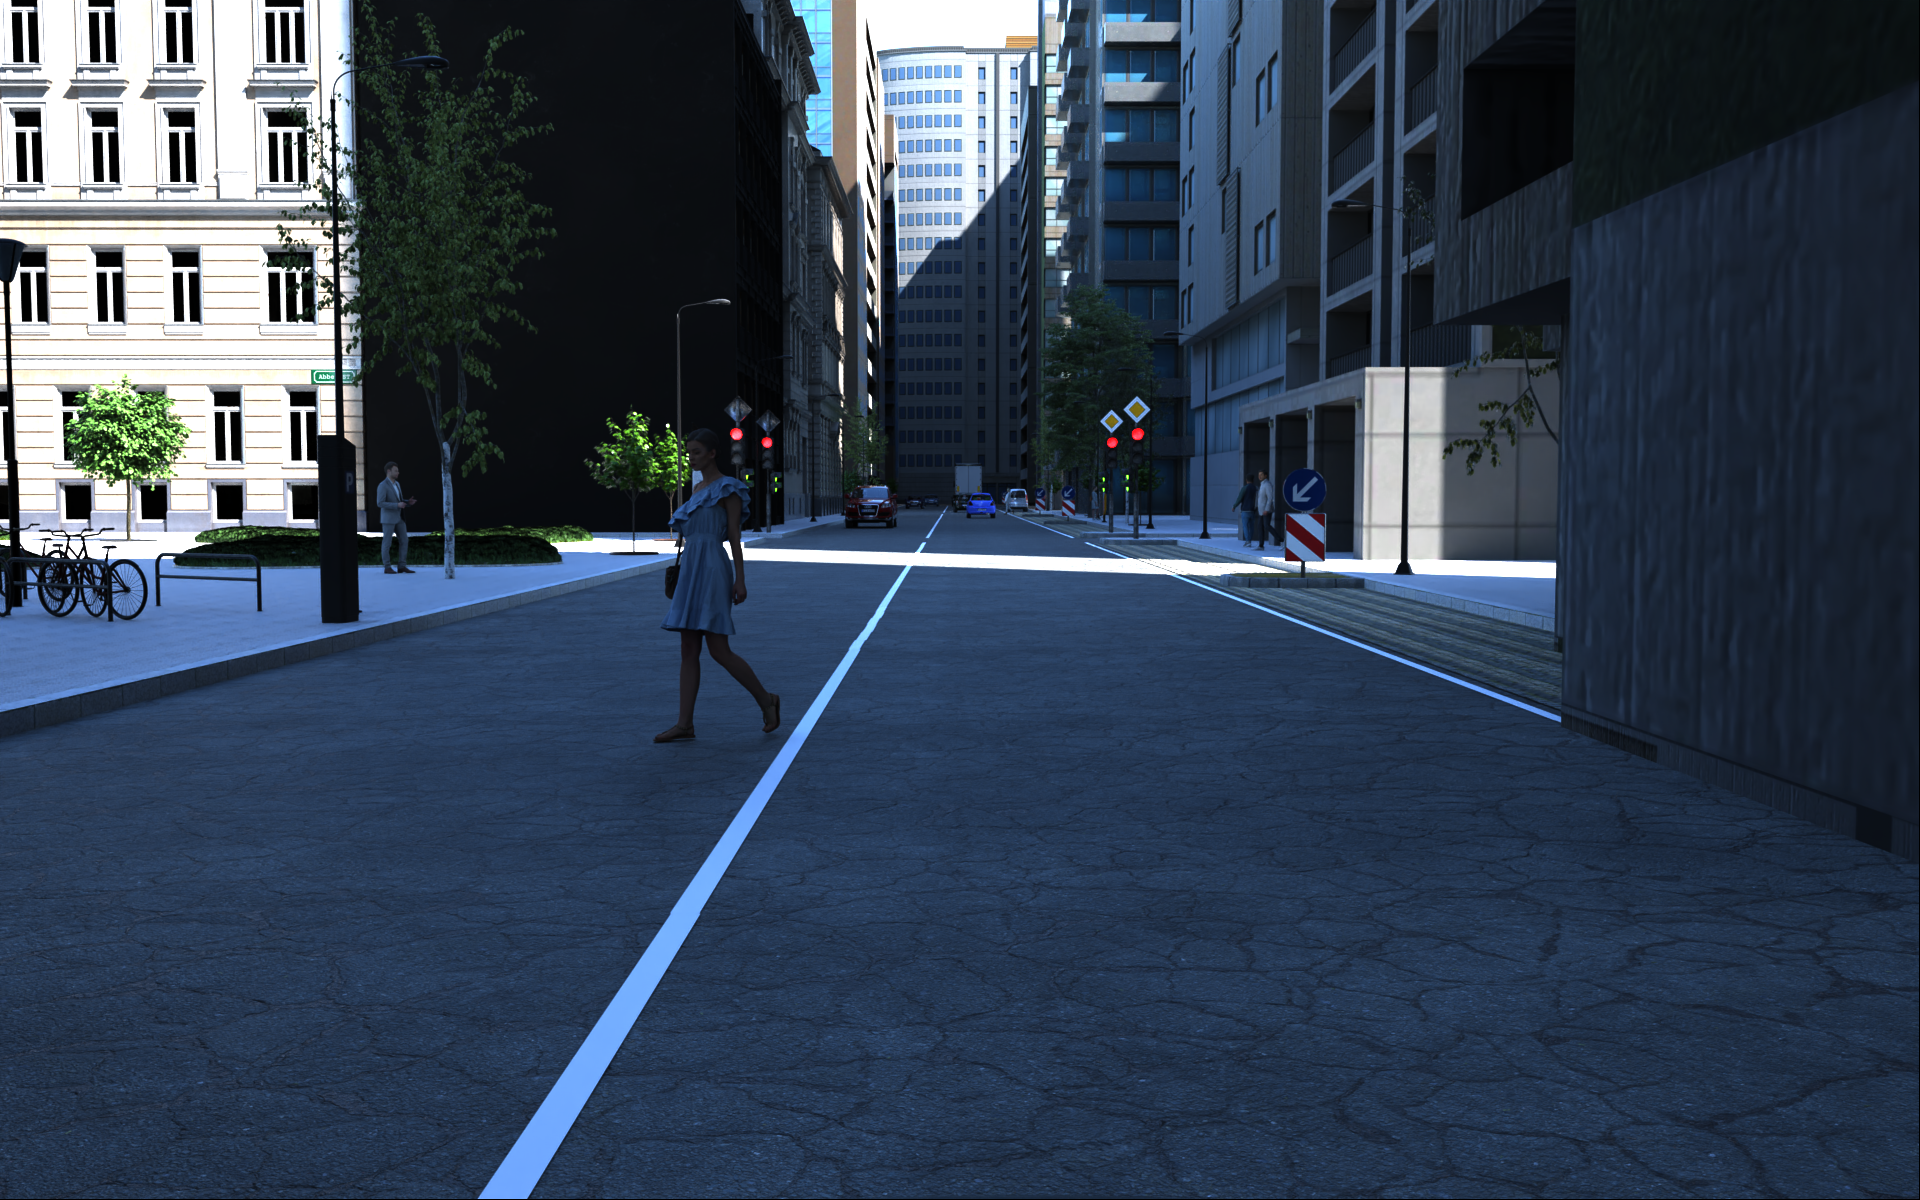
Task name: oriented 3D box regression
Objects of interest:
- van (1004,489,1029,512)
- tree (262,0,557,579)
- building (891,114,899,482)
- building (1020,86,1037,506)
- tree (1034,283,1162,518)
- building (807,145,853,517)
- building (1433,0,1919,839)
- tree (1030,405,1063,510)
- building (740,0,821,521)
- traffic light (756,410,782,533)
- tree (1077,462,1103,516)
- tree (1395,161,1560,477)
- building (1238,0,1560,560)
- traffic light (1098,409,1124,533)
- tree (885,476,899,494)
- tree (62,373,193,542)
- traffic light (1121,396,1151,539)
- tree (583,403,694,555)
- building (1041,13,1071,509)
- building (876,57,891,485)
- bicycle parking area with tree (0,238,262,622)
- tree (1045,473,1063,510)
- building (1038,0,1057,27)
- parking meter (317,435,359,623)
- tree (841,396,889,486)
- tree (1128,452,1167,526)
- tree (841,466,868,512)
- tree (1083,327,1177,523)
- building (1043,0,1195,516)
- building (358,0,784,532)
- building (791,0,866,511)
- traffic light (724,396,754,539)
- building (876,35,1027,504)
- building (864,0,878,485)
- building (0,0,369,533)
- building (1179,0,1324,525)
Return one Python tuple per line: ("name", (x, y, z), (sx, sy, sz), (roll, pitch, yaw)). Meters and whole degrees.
("van", (4.613, -8.175, 140.671), (2.013, 2.044, 4.112), (0, 4, -1))
("tree", (-7.859, -4.615, 25.811), (4.737, 8.622, 4.395), (0, 3, 0))
("building", (-14.444, -33.657, 200.397), (14.200, 45.320, 14.600), (0, 4, 0))
("building", (17.950, -35.094, 197.487), (21.300, 48.544, 21.600), (0, 4, 0))
("tree", (7.417, -10.735, 93.639), (7.486, 12.596, 7.792), (0, 3, 0))
("building", (-12.670, -17.012, 107.023), (11.050, 23.489, 19.941), (0, 4, 0))
("building", (10.720, -14.688, 11.858), (14.160, 30.474, 14.107), (0, 4, 0))
("tree", (7.198, -11.323, 135.485), (4.737, 8.622, 4.395), (0, 3, 0))
("building", (-14.524, -18.179, 84.610), (14.401, 28.519, 23.554), (0, 4, 0))
("traffic light", (-6.349, -4.197, 57.541), (0.839, 4.253, 0.868), (0, 4, 0))
("tree", (7.875, -6.498, 100.835), (1.663, 3.219, 1.824), (0, 3, 0))
("tree", (7.958, -4.415, 22.545), (4.360, 8.622, 3.978), (0, 3, 0))
("building", (17.996, -36.556, 35.946), (20.563, 71.187, 20.611), (0, 4, 0))
("traffic light", (5.013, -4.200, 57.586), (0.839, 4.253, 0.868), (0, 4, 0))
("tree", (-7.485, -12.030, 191.286), (1.663, 3.219, 1.824), (0, 3, 0))
("tree", (-22.552, -3.863, 46.875), (4.285, 4.588, 4.351), (0, 3, 0))
("traffic light", (5.033, -3.711, 49.601), (0.839, 4.253, 0.868), (0, 4, 0))
("tree", (-6.893, -2.582, 36.811), (1.663, 3.219, 1.824), (0, 3, 0))
("building", (14.060, -28.625, 151.616), (14.154, 41.232, 14.086), (0, 4, 0))
("building", (-14.809, -32.108, 175.070), (14.600, 45.320, 14.200), (0, 4, 0))
("bicycle parking area with tree", (-12.160, -1.864, 17.474), (9.016, 4.147, 8.231), (3, 5, 43))
("tree", (7.566, -8.928, 140.579), (1.663, 3.219, 1.824), (0, 3, 0))
("building", (18.155, -38.552, 172.323), (21.231, 58.520, 28.212), (0, 4, 0))
("parking meter", (-6.223, -0.712, 17.347), (0.255, 1.863, 0.399), (0, 4, 3))
("tree", (-7.091, -10.958, 129.523), (4.737, 8.622, 4.395), (0, 3, 0))
("tree", (7.315, -4.644, 70.525), (1.663, 3.219, 1.824), (0, 3, 0))
("tree", (-7.371, -7.615, 119.114), (1.663, 3.219, 1.824), (0, 3, 0))
("tree", (7.309, -7.635, 75.189), (4.360, 8.622, 3.978), (0, 3, 0))
("building", (17.974, -30.373, 116.207), (23.786, 49.044, 30.456), (0, 4, 0))
("building", (-13.601, -14.393, 65.010), (12.332, 23.373, 15.834), (0, 4, 0))
("building", (-14.757, -29.914, 139.209), (14.600, 45.320, 14.200), (0, 4, 0))
("traffic light", (-6.328, -3.709, 49.555), (0.839, 4.253, 0.868), (0, 4, 0))
("building", (-1.322, -41.855, 226.320), (28.212, 58.520, 21.231), (0, 4, 0))
("building", (-18.662, -32.621, 157.048), (21.300, 48.544, 21.600), (0, 4, 0))
("building", (-29.552, -16.956, 63.129), (20.117, 28.700, 13.634), (0, 4, 0))
("building", (23.823, -29.497, 71.509), (27.495, 52.752, 28.713), (0, 4, 0))
